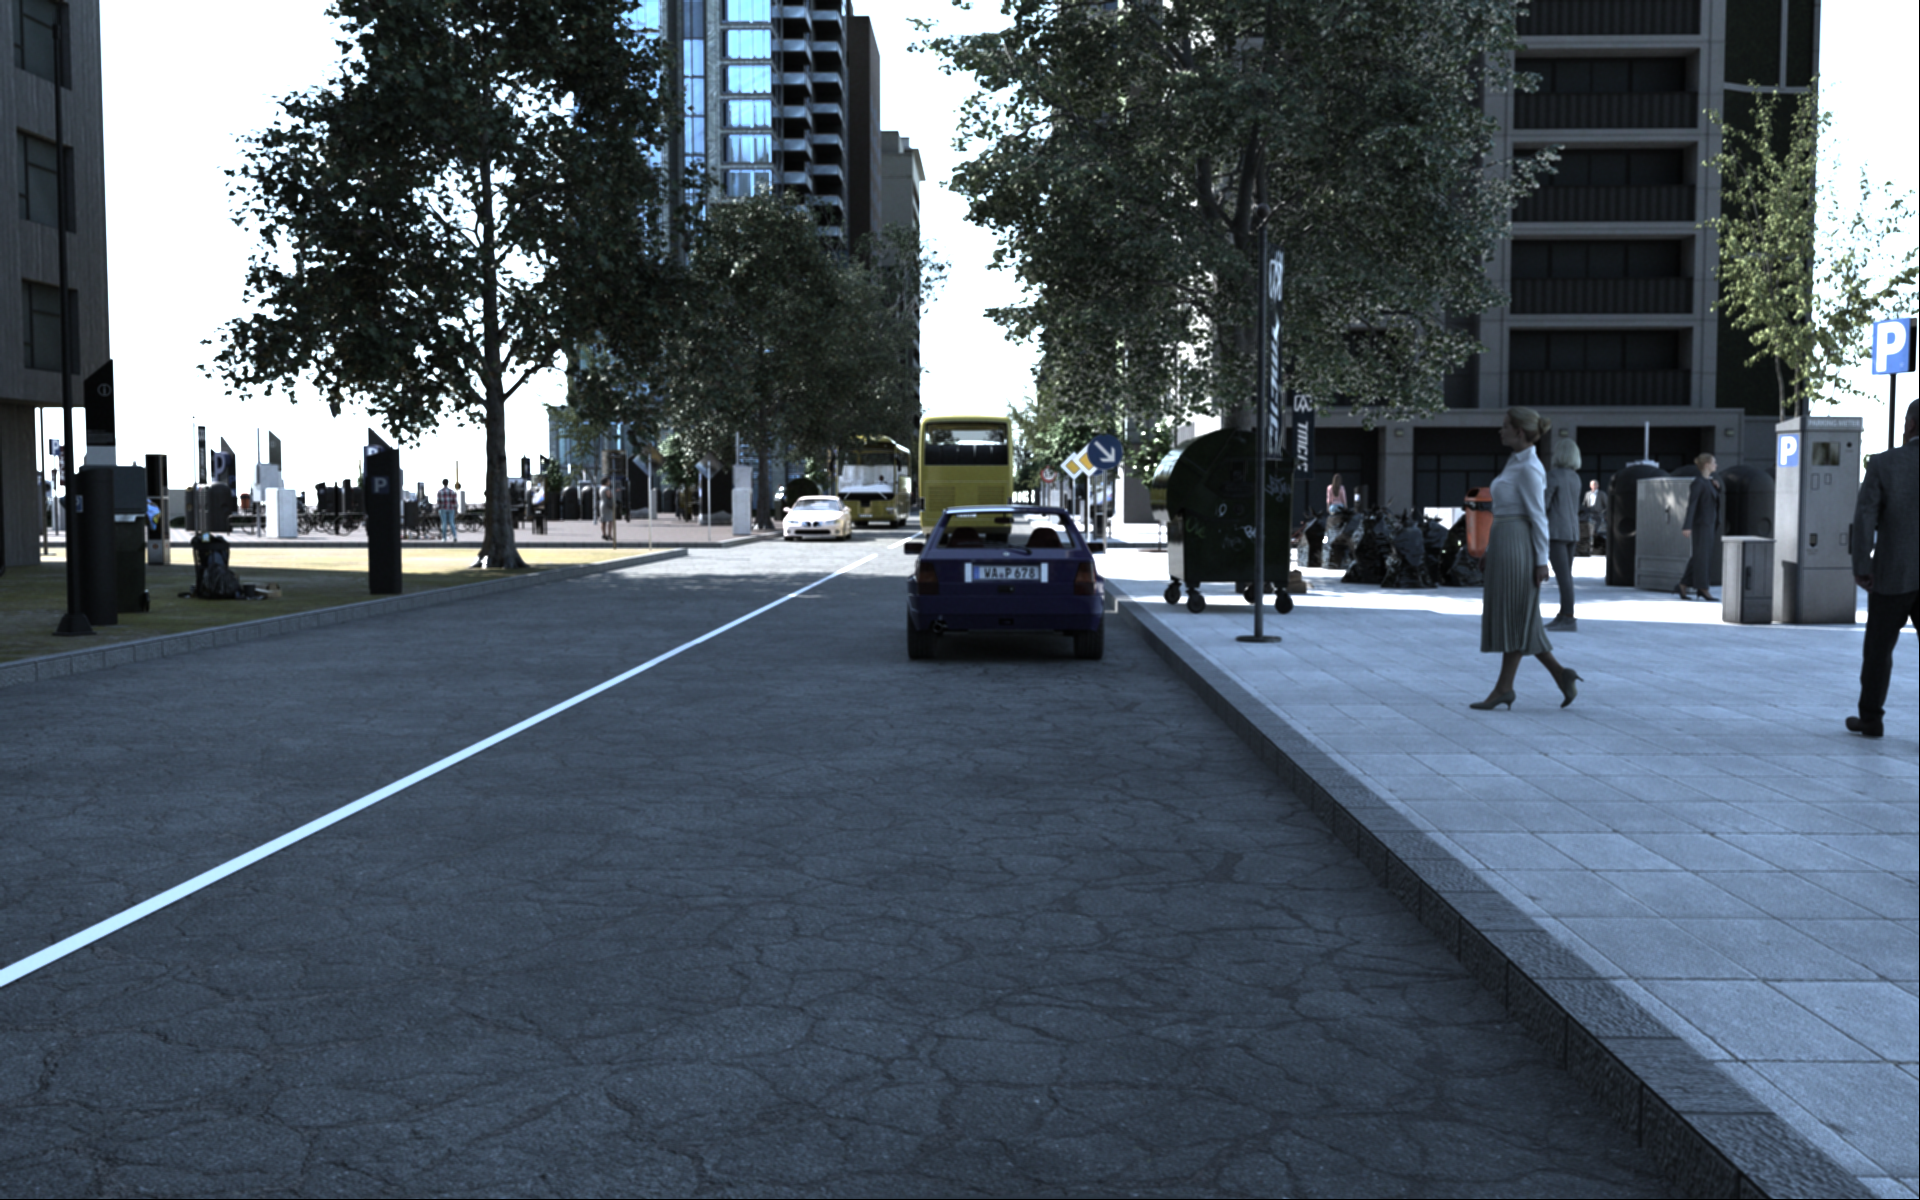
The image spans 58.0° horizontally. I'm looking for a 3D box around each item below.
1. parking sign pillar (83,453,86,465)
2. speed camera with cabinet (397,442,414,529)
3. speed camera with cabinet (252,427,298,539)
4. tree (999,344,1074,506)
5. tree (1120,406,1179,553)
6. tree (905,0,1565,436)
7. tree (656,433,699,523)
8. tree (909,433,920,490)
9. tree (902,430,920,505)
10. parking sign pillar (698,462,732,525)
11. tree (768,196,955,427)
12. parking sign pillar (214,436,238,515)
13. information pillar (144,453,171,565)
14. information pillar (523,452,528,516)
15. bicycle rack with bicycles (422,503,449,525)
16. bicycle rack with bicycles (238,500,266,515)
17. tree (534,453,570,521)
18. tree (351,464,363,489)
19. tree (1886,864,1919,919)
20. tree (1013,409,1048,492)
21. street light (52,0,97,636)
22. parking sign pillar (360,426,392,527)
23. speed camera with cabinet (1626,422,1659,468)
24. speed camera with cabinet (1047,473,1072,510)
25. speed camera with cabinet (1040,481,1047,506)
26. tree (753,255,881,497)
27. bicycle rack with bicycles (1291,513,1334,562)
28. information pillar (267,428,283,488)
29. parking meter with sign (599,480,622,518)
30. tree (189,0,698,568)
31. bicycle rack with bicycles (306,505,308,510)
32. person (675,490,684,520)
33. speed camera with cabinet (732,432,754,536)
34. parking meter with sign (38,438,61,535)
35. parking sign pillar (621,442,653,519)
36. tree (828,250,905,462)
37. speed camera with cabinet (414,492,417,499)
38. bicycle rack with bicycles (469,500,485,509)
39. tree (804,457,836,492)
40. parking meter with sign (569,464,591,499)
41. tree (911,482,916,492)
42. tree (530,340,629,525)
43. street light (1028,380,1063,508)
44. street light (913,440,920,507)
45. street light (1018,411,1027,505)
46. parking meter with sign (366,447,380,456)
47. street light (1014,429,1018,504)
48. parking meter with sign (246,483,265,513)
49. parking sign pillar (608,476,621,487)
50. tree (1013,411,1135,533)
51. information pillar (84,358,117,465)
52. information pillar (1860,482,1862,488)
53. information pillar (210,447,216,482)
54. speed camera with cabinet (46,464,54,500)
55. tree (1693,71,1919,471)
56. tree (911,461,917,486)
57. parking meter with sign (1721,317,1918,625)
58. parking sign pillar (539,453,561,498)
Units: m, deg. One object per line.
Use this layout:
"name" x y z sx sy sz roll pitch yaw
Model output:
"parking sign pillar" -42.910 -5.951 85.770 1.447 3.967 1.447 3 5 40
"speed camera with cabinet" -20.347 -4.176 62.608 0.660 3.252 2.038 -1 4 -9
"speed camera with cabinet" -20.078 -3.448 50.718 0.660 3.252 2.038 -3 5 -42
"tree" 4.297 -8.091 82.649 4.737 8.622 4.395 0 3 0
"tree" 4.467 -2.655 38.011 1.663 3.219 1.824 0 3 0
"tree" 4.215 -7.336 26.604 9.857 13.997 8.962 0 3 0
"tree" -12.497 -5.804 78.606 4.285 4.588 4.351 0 3 0
"tree" -4.816 -14.964 195.023 4.360 8.622 3.978 0 3 0
"tree" -4.358 -14.335 184.732 4.737 8.622 4.395 0 3 0
"parking sign pillar" -10.179 -5.109 72.011 1.447 3.967 1.447 -2 4 -25
"tree" -7.155 -15.623 111.330 12.611 20.169 13.585 0 3 0
"parking sign pillar" -33.609 -5.554 79.285 1.447 3.967 1.447 3 5 42
"information pillar" -14.555 -1.647 31.414 0.304 2.012 0.304 0 4 -3
"information pillar" -24.175 -6.422 96.356 0.183 3.616 0.504 0 4 3
"bicycle rack with bicycles" -22.494 -3.558 71.557 2.852 0.926 2.925 0 4 5
"bicycle rack with bicycles" -41.973 -5.592 104.813 2.925 0.926 2.852 3 5 39
"tree" -19.374 -5.369 82.381 1.663 3.219 1.824 0 3 0
"tree" -33.020 -6.258 96.917 1.663 3.219 1.824 0 3 0
"tree" 3.421 -5.786 4.965 12.009 13.543 11.850 0 3 0
"tree" 6.200 -11.805 143.366 4.360 8.622 3.978 0 3 0
"street light" -7.531 -2.633 15.590 1.470 5.913 1.316 0 4 1
"parking sign pillar" -23.067 -4.905 68.666 1.447 3.967 1.447 2 4 30
"speed camera with cabinet" 19.413 -3.263 47.682 2.038 3.252 0.660 -1 4 -9
"speed camera with cabinet" 4.324 -4.857 73.744 0.660 3.252 2.038 1 4 14
"speed camera with cabinet" 5.094 -6.682 103.586 0.660 3.252 2.038 0 4 1
"tree" -6.231 -11.339 92.048 9.857 13.997 8.962 0 3 0
"bicycle rack with bicycles" 6.790 -1.216 33.263 2.925 0.926 2.852 0 4 -2
"information pillar" -24.503 -4.319 61.976 0.504 3.616 0.183 -3 5 -43
"parking meter with sign" -18.861 -6.018 94.652 1.738 3.016 0.543 0 4 -6
"tree" -8.196 -6.909 29.963 9.611 12.733 9.660 0 3 0
"bicycle rack with bicycles" -42.518 -5.867 109.308 2.925 0.926 2.852 3 5 42
"person" -13.965 -4.891 86.433 0.576 1.772 0.534 0 4 -2
"speed camera with cabinet" -6.813 -3.669 54.328 0.660 3.252 2.038 0 4 -5
"parking meter with sign" -29.137 -3.545 54.227 1.738 3.016 0.543 0 4 1
"parking sign pillar" -16.519 -6.171 89.362 1.447 3.967 1.447 -1 4 -18
"tree" -7.158 -8.931 63.036 9.611 12.733 9.660 0 3 0
"speed camera with cabinet" -38.599 -7.661 119.593 2.038 3.252 0.660 -1 4 -12
"bicycle rack with bicycles" -30.217 -6.077 112.742 2.925 0.926 2.852 1 4 15
"tree" -6.719 -5.143 78.690 1.663 3.219 1.824 0 3 0
"parking meter with sign" -21.888 -6.408 101.023 1.738 3.016 0.543 -1 4 -19
"tree" -4.858 -9.771 154.360 1.663 3.219 1.824 0 3 0
"tree" -15.607 -7.494 72.885 4.737 8.622 4.395 0 3 0
"street light" 3.593 -5.992 70.507 1.470 5.913 1.316 0 4 1
"street light" -4.322 -10.831 149.626 1.470 5.913 1.316 0 4 1
"street light" 4.136 -7.578 96.434 1.470 5.913 1.316 0 4 1
"parking meter with sign" -21.347 -4.186 64.701 0.543 3.016 1.738 1 4 20
"street light" 4.743 -9.153 122.192 1.470 5.913 1.316 0 4 1
"parking meter with sign" -48.440 -7.511 119.071 1.738 3.016 0.543 2 4 26
"parking sign pillar" -23.067 -7.843 116.709 1.447 3.967 1.447 -1 4 -22
"tree" 4.281 -4.539 57.922 4.285 4.588 4.351 0 3 0
"information pillar" -14.761 -2.352 29.813 0.504 3.616 0.183 -1 4 -16
"information pillar" 54.127 -6.105 104.302 0.304 2.012 0.304 -3 4 -37
"information pillar" -36.934 -5.783 85.908 0.504 3.616 0.183 -2 4 -25
"speed camera with cabinet" -61.549 -7.400 115.317 2.038 3.252 0.660 -1 4 -18
"tree" 14.908 -4.903 30.527 4.737 8.622 4.395 0 3 0
"tree" -5.123 -9.704 142.379 4.285 4.588 4.351 0 3 0
"parking meter with sign" 8.488 -1.280 17.183 1.738 3.016 0.543 -1 4 -10
"parking sign pillar" -26.649 -7.591 112.582 1.447 3.967 1.447 -1 4 -21
